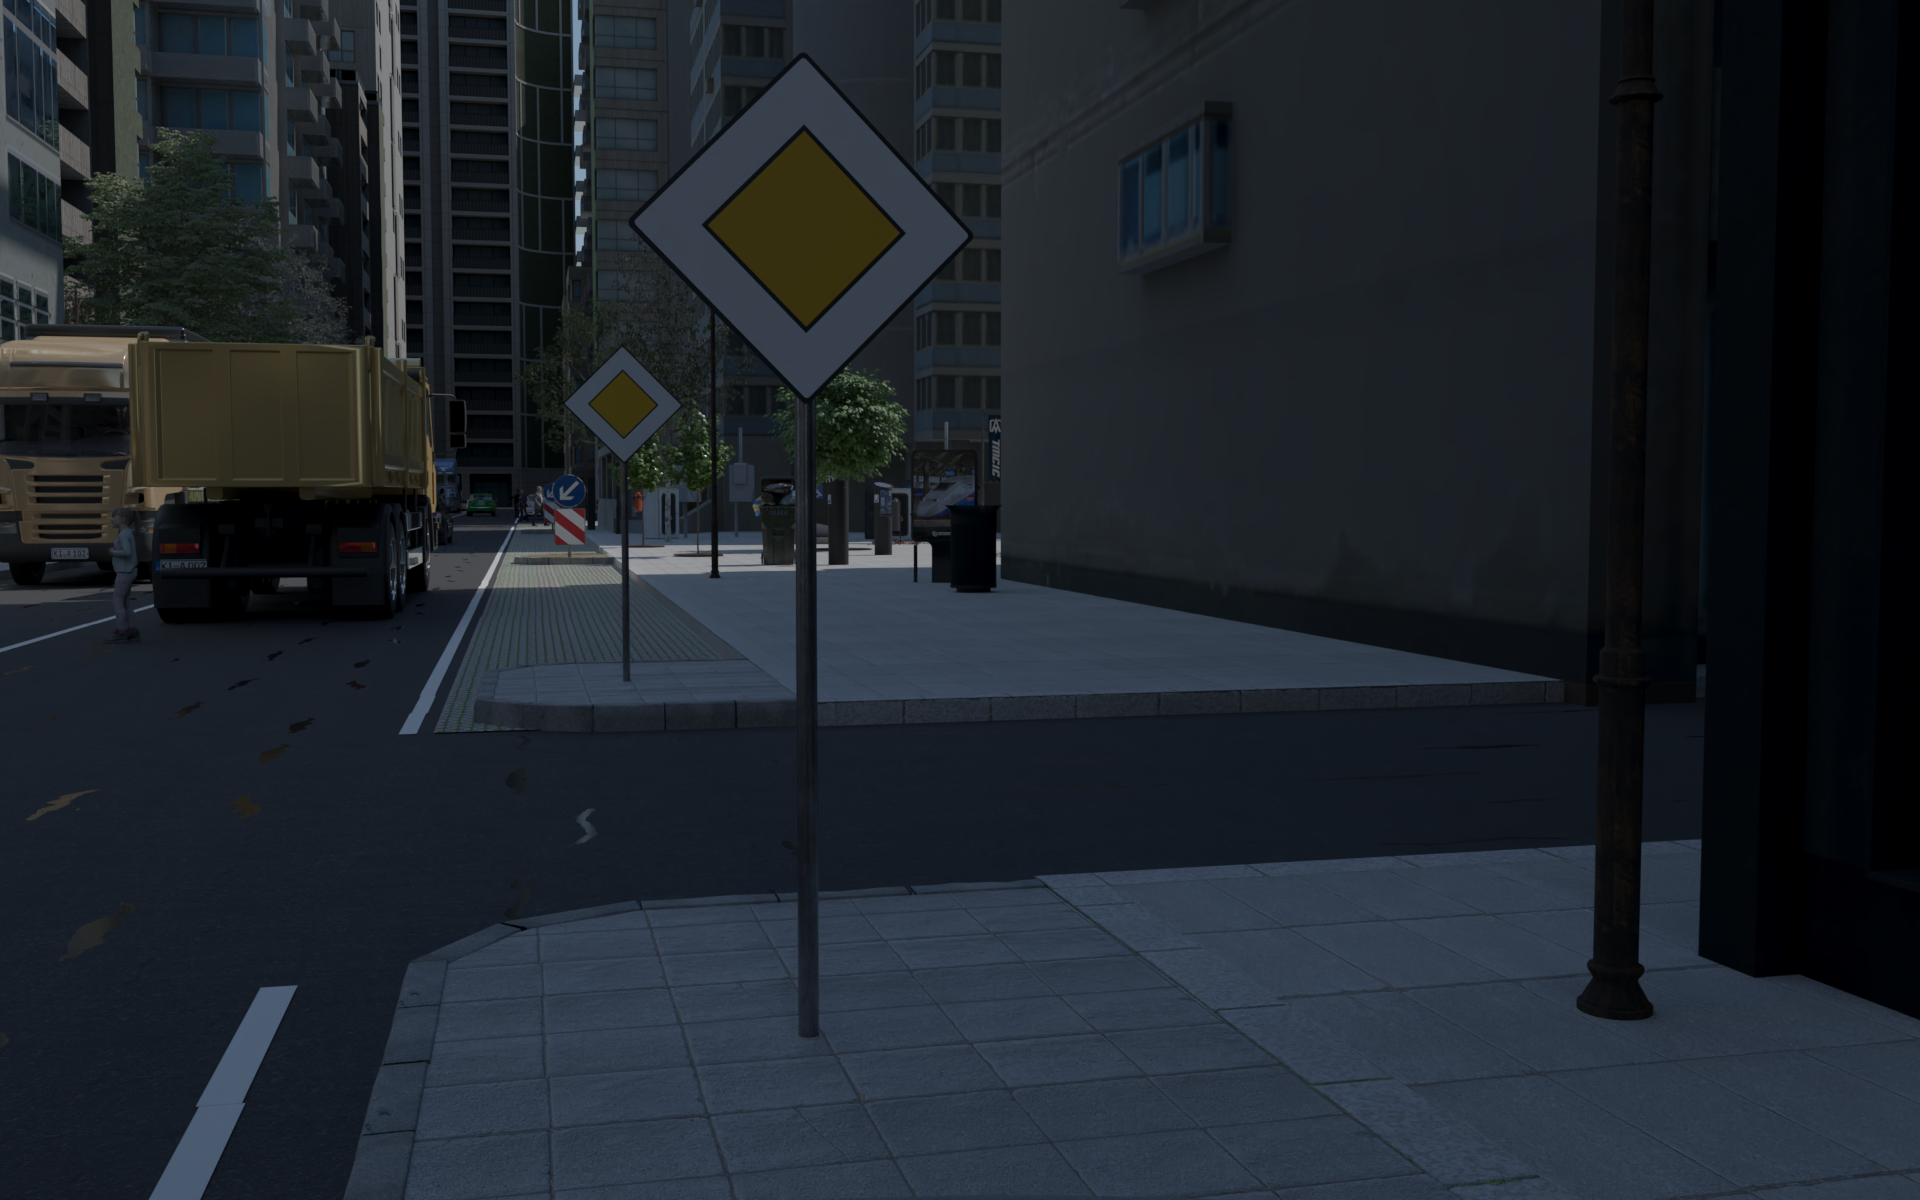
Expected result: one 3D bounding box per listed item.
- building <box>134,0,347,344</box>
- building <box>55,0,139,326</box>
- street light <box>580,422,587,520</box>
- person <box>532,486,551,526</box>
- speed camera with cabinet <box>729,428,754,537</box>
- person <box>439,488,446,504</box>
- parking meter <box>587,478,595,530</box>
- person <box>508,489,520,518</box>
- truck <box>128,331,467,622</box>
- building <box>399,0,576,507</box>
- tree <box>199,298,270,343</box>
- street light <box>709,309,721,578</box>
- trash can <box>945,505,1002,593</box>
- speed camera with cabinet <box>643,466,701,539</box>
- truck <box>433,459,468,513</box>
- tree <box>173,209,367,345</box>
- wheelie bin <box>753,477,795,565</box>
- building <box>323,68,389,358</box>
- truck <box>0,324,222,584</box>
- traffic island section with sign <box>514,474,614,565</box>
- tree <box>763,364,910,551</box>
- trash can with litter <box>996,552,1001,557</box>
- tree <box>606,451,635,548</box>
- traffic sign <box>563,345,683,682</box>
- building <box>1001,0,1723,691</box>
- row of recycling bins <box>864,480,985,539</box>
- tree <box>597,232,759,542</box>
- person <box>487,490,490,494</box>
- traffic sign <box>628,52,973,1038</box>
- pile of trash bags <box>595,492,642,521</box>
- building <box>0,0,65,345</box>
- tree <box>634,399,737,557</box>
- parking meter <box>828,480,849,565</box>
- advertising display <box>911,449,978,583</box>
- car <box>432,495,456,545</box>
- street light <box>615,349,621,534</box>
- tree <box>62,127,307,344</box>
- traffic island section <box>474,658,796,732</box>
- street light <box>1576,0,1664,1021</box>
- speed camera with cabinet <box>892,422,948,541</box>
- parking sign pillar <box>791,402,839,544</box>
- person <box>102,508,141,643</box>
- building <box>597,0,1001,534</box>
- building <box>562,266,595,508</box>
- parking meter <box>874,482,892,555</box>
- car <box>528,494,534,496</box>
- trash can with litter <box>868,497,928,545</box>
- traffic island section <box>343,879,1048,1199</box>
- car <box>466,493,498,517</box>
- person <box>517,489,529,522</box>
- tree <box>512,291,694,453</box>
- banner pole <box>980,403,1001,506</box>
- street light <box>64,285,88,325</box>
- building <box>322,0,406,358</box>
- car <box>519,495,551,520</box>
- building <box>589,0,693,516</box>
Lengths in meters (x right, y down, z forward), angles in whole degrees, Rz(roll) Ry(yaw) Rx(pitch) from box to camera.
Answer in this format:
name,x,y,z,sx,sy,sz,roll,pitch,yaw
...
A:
name,x,y,z,sx,sy,sz,roll,pitch,yaw
building,-46.044,-29.000,93.756,23.786,49.044,30.456,-1,4,-14
building,-37.113,-17.594,59.360,14.160,30.474,14.107,-1,4,-14
street light,-18.335,-6.854,84.850,0.468,5.910,1.993,-1,4,-14
person,-18.665,-4.170,77.072,0.834,1.777,0.661,0,4,3
speed camera with cabinet,-5.832,-3.511,51.737,2.038,3.252,0.660,0,4,2
person,-27.420,-5.068,92.087,0.721,1.735,1.217,-1,4,-14
parking meter,-13.209,-3.443,61.997,0.255,1.863,0.399,-1,4,-18
person,-26.447,-5.734,103.066,1.217,1.723,0.721,3,4,36
truck,-8.573,-1.667,23.174,3.469,3.379,9.791,-1,4,-13
building,-48.957,-44.922,172.732,20.611,71.187,20.563,-1,4,-14
tree,-26.917,-6.875,62.773,4.360,8.622,3.978,0,3,0
street light,-3.741,-3.271,26.264,0.468,5.910,1.993,-1,4,-14
trash can,0.178,-0.673,22.654,0.748,1.137,0.748,0,3,0
speed camera with cabinet,-8.285,-3.401,49.936,0.660,3.252,2.038,2,4,28
truck,-40.556,-9.000,136.913,2.967,4.110,18.799,-1,4,-12
tree,-30.225,-10.106,75.607,12.009,13.543,11.850,0,3,0
wheelie bin,-3.264,-1.438,31.425,0.980,1.594,0.693,0,4,-6
building,-46.589,-21.125,117.100,14.160,30.474,14.107,-1,4,-14
truck,-14.710,-2.575,31.017,2.839,4.237,11.283,-1,4,-14
traffic island section with sign,-8.189,-1.659,35.758,1.989,1.847,2.006,-1,4,-14
tree,-2.822,-3.423,39.684,4.285,4.588,4.351,0,3,0
trash can with litter,1.139,-1.515,35.823,1.678,1.210,2.233,1,4,14
tree,-7.545,-2.885,41.763,1.663,3.219,1.824,0,3,0
traffic sign,-2.285,-0.499,11.796,0.795,2.450,0.064,-1,4,-14
building,11.851,-24.424,23.030,21.600,48.544,21.300,-1,4,-14
row of recycling bins,-1.022,-2.604,49.681,3.534,1.692,1.069,-1,4,-20
tree,-7.595,-5.860,46.166,4.360,8.622,3.978,0,3,0
person,-36.103,-7.528,132.305,0.721,1.735,1.217,2,4,26
traffic sign,-0.362,-0.025,4.045,0.795,2.450,0.064,-1,4,-14
pile of trash bags,-16.130,-4.454,82.575,1.912,1.369,3.447,2,4,25
building,-88.168,-50.201,133.460,31.000,86.520,22.319,-1,4,-14
tree,-5.532,-2.507,35.592,1.663,3.219,1.824,0,3,0
parking meter,-2.206,-1.406,31.406,0.372,1.533,0.369,0,3,0
advertising display,-0.223,-1.211,25.017,0.974,1.923,0.123,1,4,9
car,-15.521,-2.440,49.681,2.009,1.686,4.222,-1,4,-13
street light,-10.962,-5.050,55.357,0.468,5.910,1.993,-1,4,-14
tree,-24.112,-8.298,53.802,7.486,12.596,7.792,0,3,0
traffic island section,-2.264,0.636,11.879,2.009,0.180,2.903,-1,4,-14
street light,1.628,-1.917,4.128,0.468,5.910,1.993,-1,4,-14
speed camera with cabinet,-1.086,-3.261,47.646,2.038,3.252,0.660,1,4,23
parking sign pillar,-3.721,-3.450,44.875,1.447,3.967,1.447,0,4,-3
person,-8.098,-0.241,16.725,0.394,1.301,0.425,-3,5,-40
building,2.628,-22.885,66.046,32.217,40.220,23.993,-1,4,-14
building,-19.630,-18.569,148.642,27.650,21.520,28.899,-1,4,-14
parking meter,-1.615,-1.714,36.436,0.372,1.533,0.369,0,3,0
car,-37.323,-8.691,152.316,2.015,1.641,3.980,-1,4,-14
trash can with litter,-1.361,-2.021,44.095,2.233,1.210,1.678,-1,4,-13
traffic island section,-0.341,1.110,4.128,2.009,0.180,2.903,-1,4,-14
car,-30.978,-6.321,112.151,1.959,1.807,4.718,-1,4,-13
person,-22.756,-4.939,90.172,0.541,1.710,0.530,3,5,43
tree,-15.980,-8.844,79.007,8.767,10.594,7.601,-1,4,-17
banner pole,0.849,-3.547,48.016,0.863,3.779,0.401,-1,4,-15
street light,-19.584,-4.021,38.538,0.468,5.910,1.993,-1,4,-14
building,-59.075,-33.605,138.674,27.495,52.752,28.713,-1,4,-14
car,-23.616,-5.180,97.059,2.083,1.381,4.827,-1,4,-16
building,-13.118,-25.157,94.906,14.154,41.232,14.086,-1,4,-14
